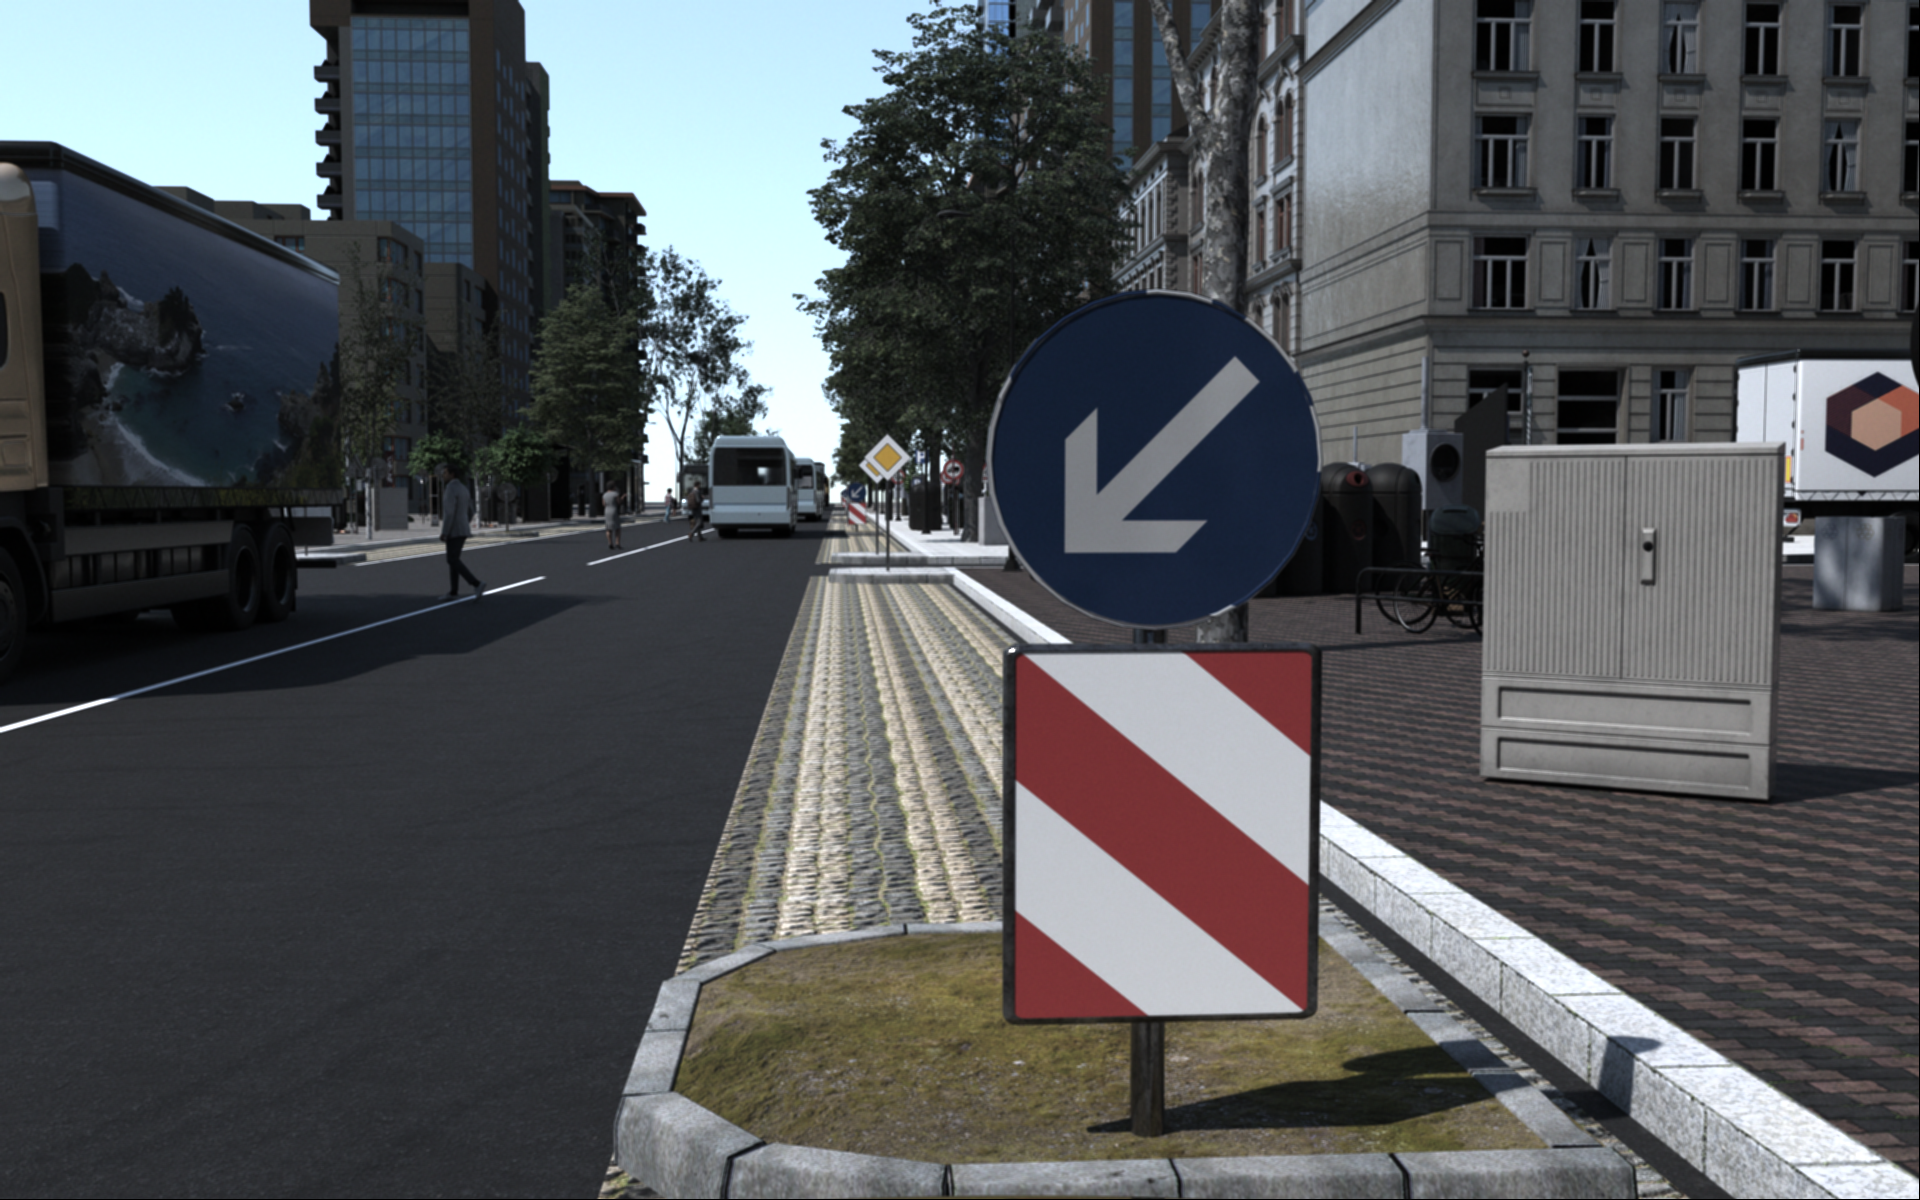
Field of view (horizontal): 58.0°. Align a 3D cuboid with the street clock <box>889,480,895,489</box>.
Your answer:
[{"bbox_3d":[-3.635,-5.250,90.412,0.358,2.002,0.471,3,5,41],"label":"street clock"}]

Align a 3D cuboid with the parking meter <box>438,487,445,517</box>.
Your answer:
[{"bbox_3d":[-28.320,-5.435,94.576,0.399,1.863,0.255,-3,4,-38],"label":"parking meter"}]

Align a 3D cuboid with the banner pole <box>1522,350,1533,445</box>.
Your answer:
[{"bbox_3d":[9.773,-2.439,29.889,0.401,3.779,0.863,0,4,8],"label":"banner pole"}]

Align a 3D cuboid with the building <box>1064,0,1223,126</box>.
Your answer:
[{"bbox_3d":[15.097,-28.932,123.148,14.600,45.320,14.200,0,4,-4],"label":"building"}]

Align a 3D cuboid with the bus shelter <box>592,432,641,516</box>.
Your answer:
[{"bbox_3d":[-20.827,-7.763,104.548,2.179,5.291,8.768,0,4,-4],"label":"bus shelter"}]

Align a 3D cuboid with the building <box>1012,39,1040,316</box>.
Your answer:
[{"bbox_3d":[12.625,-31.656,167.694,14.600,45.320,14.200,0,4,-4],"label":"building"}]

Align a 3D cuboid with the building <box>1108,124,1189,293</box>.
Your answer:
[{"bbox_3d":[15.300,-16.787,103.339,11.050,23.489,19.941,0,4,-4],"label":"building"}]

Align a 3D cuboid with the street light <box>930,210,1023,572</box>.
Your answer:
[{"bbox_3d":[0.325,-3.427,28.576,1.470,5.913,1.316,0,4,-4],"label":"street light"}]

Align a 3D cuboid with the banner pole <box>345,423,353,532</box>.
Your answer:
[{"bbox_3d":[-20.945,-4.240,59.343,0.401,3.779,0.863,-2,4,-34],"label":"banner pole"}]

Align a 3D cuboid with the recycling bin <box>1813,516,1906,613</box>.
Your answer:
[{"bbox_3d":[9.956,-0.405,19.183,0.722,1.027,0.722,-3,5,-43],"label":"recycling bin"}]

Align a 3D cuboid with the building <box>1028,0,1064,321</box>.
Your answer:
[{"bbox_3d":[17.611,-32.168,145.550,23.786,49.044,30.456,0,4,-4],"label":"building"}]

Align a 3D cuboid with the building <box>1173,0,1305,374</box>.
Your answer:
[{"bbox_3d":[19.013,-17.999,81.681,14.401,28.519,23.554,0,4,-4],"label":"building"}]

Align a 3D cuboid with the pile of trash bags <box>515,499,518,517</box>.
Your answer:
[{"bbox_3d":[-24.217,-5.393,97.929,1.912,1.369,3.447,-1,4,-14],"label":"pile of trash bags"}]

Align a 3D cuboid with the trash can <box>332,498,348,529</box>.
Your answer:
[{"bbox_3d":[-22.679,-3.149,63.143,0.748,1.137,0.748,0,3,0],"label":"trash can"}]

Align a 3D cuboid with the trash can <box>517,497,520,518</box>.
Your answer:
[{"bbox_3d":[-23.478,-4.984,93.138,0.748,1.137,0.748,0,3,0],"label":"trash can"}]

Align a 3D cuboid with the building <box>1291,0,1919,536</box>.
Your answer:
[{"bbox_3d":[27.850,-13.888,60.360,30.059,22.955,16.112,0,4,-4],"label":"building"}]

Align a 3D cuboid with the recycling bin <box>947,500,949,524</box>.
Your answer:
[{"bbox_3d":[-0.096,-3.733,73.595,0.722,1.027,0.722,-1,4,-23],"label":"recycling bin"}]

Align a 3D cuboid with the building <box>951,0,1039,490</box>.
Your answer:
[{"bbox_3d":[10.290,-57.631,254.939,22.319,86.520,31.000,0,4,-4],"label":"building"}]

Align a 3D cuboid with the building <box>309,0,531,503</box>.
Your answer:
[{"bbox_3d":[-44.282,-30.242,144.560,14.600,45.320,14.200,0,4,-4],"label":"building"}]

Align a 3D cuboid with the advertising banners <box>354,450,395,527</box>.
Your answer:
[{"bbox_3d":[-23.252,-4.446,68.872,0.090,3.025,2.074,2,4,31],"label":"advertising banners"}]

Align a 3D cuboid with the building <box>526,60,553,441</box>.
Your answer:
[{"bbox_3d":[-45.616,-29.061,158.743,14.154,41.232,14.086,0,4,-4],"label":"building"}]

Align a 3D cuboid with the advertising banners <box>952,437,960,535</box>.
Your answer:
[{"bbox_3d":[-0.141,-3.558,54.368,0.090,3.025,2.074,0,4,5],"label":"advertising banners"}]

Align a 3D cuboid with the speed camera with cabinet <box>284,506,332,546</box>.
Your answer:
[{"bbox_3d":[-16.516,-2.942,42.436,2.038,3.252,0.660,-3,5,-43],"label":"speed camera with cabinet"}]

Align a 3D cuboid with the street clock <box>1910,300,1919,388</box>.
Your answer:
[{"bbox_3d":[3.273,-0.060,5.546,0.471,2.002,0.358,-2,4,-26],"label":"street clock"}]

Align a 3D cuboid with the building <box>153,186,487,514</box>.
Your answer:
[{"bbox_3d":[-50.667,-17.015,123.231,27.650,21.520,28.899,0,4,-4],"label":"building"}]

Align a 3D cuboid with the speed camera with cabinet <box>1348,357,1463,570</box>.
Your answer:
[{"bbox_3d":[6.163,-1.850,24.583,2.038,3.252,0.660,-2,4,-25],"label":"speed camera with cabinet"}]

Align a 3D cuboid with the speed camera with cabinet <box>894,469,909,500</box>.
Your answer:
[{"bbox_3d":[-2.610,-6.074,93.639,2.038,3.252,0.660,3,4,37],"label":"speed camera with cabinet"}]

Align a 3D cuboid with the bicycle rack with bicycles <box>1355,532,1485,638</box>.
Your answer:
[{"bbox_3d":[4.898,-0.153,15.879,2.852,0.926,2.925,-2,4,-35],"label":"bicycle rack with bicycles"}]

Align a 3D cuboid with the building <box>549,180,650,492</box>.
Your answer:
[{"bbox_3d":[-55.922,-36.047,243.986,22.147,44.769,28.867,0,4,-4],"label":"building"}]

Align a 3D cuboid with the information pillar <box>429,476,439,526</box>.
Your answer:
[{"bbox_3d":[-20.881,-3.932,68.776,0.304,2.012,0.304,-2,4,-25],"label":"information pillar"}]

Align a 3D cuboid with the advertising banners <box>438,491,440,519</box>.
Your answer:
[{"bbox_3d":[-27.267,-5.771,90.539,0.090,3.025,2.074,-1,4,-18],"label":"advertising banners"}]

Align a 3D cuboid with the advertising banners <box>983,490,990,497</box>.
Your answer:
[{"bbox_3d":[1.555,-3.776,57.918,2.074,3.025,0.090,3,5,44],"label":"advertising banners"}]

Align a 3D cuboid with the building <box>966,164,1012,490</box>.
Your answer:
[{"bbox_3d":[12.196,-34.971,226.395,22.147,44.769,28.867,0,4,-4],"label":"building"}]

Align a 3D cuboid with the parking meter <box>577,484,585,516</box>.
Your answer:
[{"bbox_3d":[-22.136,-5.841,101.214,0.399,1.863,0.255,-2,4,-34],"label":"parking meter"}]

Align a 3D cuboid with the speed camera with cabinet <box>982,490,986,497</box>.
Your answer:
[{"bbox_3d":[1.319,-4.441,66.951,2.038,3.252,0.660,3,4,37],"label":"speed camera with cabinet"}]

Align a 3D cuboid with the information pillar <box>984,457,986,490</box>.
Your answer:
[{"bbox_3d":[1.251,-5.576,82.522,0.183,3.616,0.504,-1,4,-14],"label":"information pillar"}]

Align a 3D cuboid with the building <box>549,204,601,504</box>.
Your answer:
[{"bbox_3d":[-58.842,-32.141,217.391,32.217,40.220,23.993,0,4,-4],"label":"building"}]

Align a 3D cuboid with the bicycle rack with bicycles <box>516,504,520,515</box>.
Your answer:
[{"bbox_3d":[-22.152,-4.712,90.423,2.925,0.926,2.852,-1,4,-9],"label":"bicycle rack with bicycles"}]

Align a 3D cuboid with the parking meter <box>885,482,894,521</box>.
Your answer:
[{"bbox_3d":[-3.420,-4.778,83.828,0.399,1.863,0.255,0,4,1],"label":"parking meter"}]

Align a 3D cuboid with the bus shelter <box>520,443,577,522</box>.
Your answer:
[{"bbox_3d":[-19.579,-5.583,82.558,1.731,3.624,6.357,0,4,-4],"label":"bus shelter"}]

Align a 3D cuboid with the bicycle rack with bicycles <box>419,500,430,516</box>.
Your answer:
[{"bbox_3d":[-29.583,-5.249,99.207,2.852,0.926,2.925,-2,4,-28],"label":"bicycle rack with bicycles"}]

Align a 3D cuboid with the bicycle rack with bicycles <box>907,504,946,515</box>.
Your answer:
[{"bbox_3d":[-2.031,-5.659,105.911,2.925,0.926,2.852,-1,4,-10],"label":"bicycle rack with bicycles"}]
